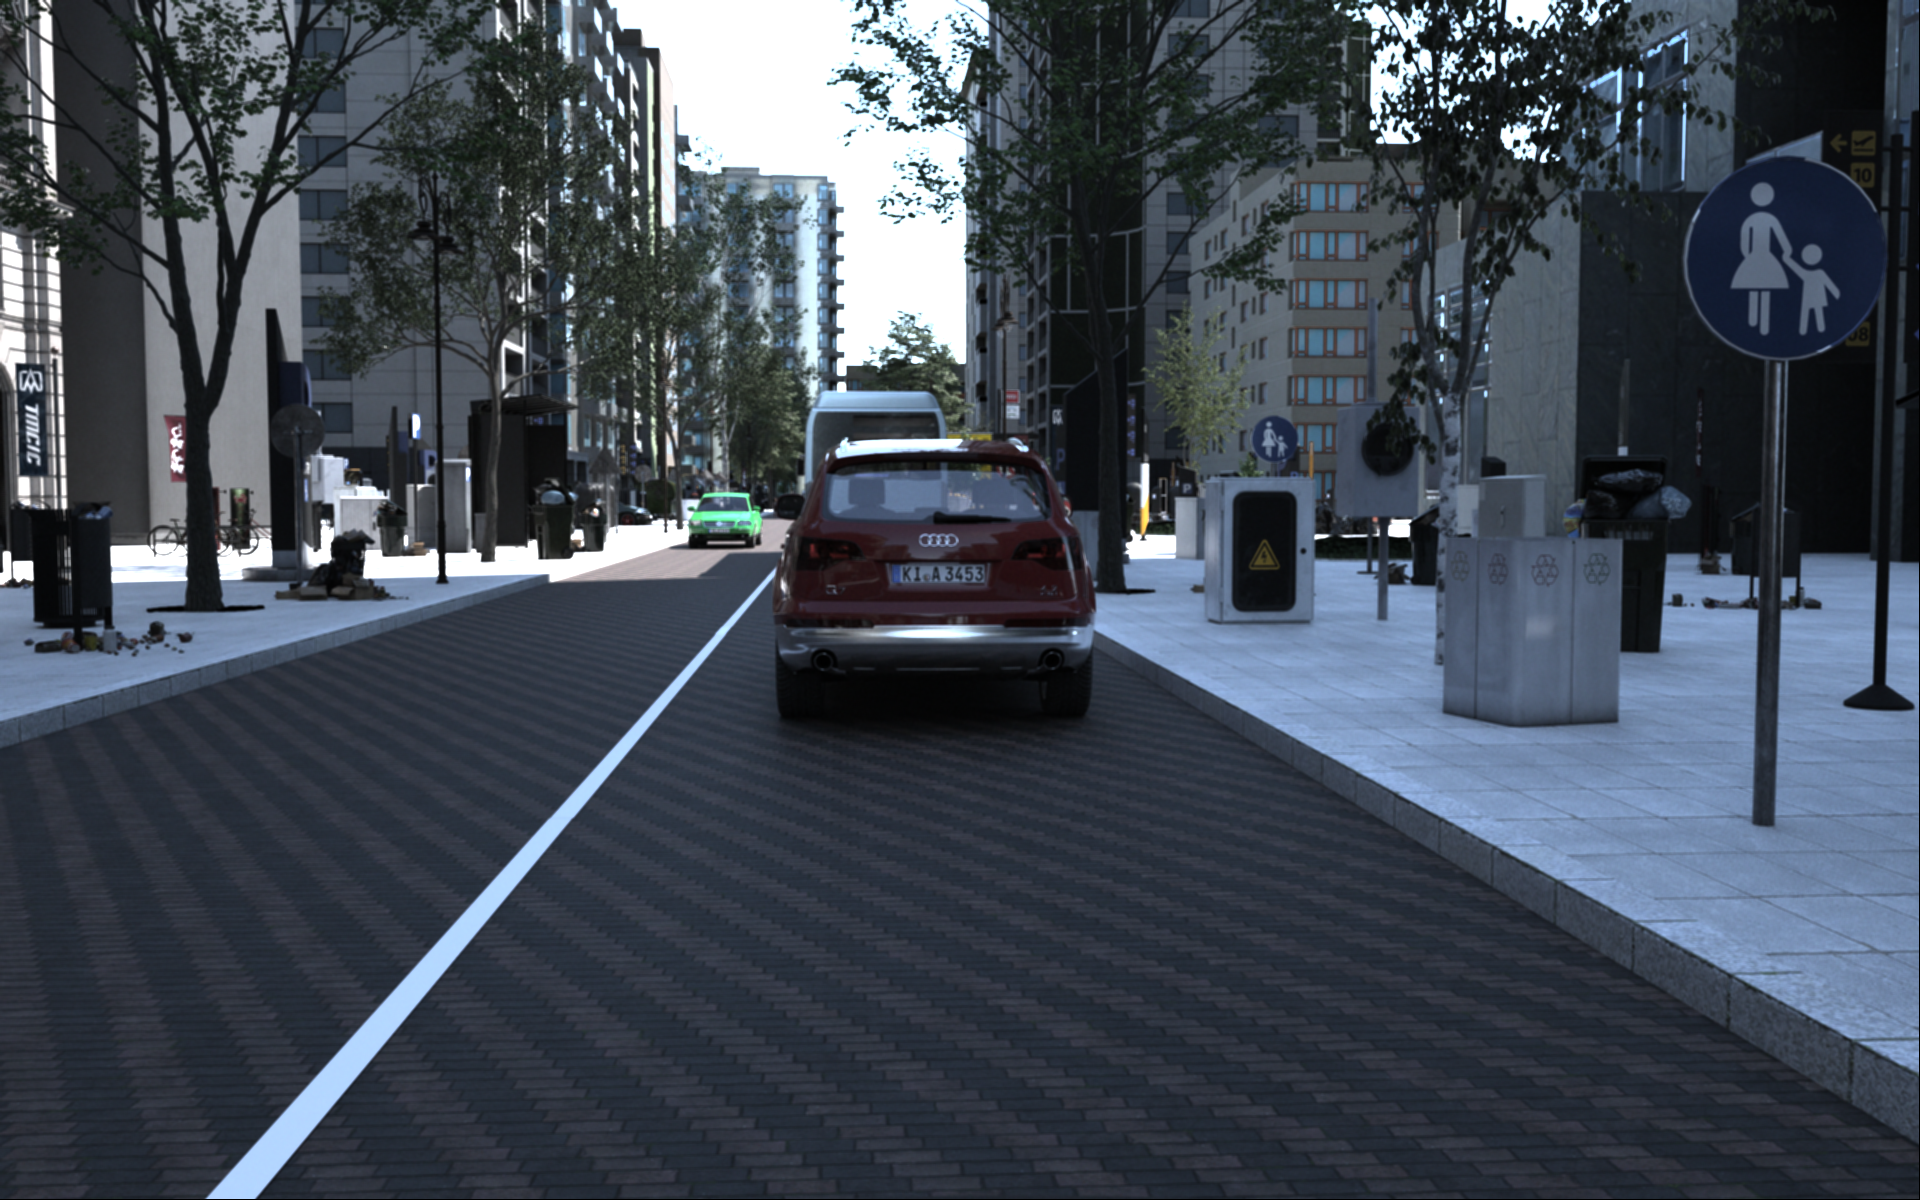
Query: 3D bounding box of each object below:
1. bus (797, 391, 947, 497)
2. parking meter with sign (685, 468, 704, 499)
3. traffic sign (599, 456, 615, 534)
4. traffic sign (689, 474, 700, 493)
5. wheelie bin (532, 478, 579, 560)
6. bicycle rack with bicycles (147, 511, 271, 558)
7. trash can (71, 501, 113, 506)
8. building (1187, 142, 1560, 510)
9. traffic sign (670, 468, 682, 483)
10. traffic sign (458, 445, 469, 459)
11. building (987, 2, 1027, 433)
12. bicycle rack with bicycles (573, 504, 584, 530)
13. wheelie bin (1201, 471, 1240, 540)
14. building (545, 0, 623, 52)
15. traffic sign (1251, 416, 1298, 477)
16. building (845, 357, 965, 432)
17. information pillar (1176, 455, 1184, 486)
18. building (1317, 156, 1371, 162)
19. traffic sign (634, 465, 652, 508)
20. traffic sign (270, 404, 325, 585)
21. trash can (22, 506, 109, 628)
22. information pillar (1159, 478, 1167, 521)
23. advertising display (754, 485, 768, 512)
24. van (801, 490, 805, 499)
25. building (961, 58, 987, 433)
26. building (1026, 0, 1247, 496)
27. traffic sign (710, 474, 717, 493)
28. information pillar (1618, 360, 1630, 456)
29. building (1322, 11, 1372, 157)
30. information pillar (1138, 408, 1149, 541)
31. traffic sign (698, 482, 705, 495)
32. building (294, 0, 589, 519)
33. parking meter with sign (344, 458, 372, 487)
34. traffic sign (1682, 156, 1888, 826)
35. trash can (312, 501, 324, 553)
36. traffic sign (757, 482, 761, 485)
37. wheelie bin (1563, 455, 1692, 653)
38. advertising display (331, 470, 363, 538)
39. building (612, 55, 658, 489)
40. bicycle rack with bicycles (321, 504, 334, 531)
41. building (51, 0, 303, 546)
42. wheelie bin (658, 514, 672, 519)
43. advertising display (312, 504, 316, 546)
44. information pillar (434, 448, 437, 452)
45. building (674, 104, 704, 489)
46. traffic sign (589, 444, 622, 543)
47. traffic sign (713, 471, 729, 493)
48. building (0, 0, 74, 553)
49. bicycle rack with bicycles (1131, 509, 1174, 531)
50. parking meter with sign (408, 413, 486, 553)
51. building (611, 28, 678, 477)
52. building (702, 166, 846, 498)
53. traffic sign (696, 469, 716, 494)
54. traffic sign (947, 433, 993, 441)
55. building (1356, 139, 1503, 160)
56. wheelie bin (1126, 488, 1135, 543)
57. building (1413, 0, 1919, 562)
[{"bbox_3d":[-2.090,-2.616,37.636,2.948,3.499,13.247,0,4,-5],"label":"bus"},{"bbox_3d":[-18.167,-7.377,116.869,1.738,3.016,0.543,1,4,10],"label":"parking meter with sign"},{"bbox_3d":[-11.377,-3.419,56.004,0.768,2.556,0.104,0,4,-4],"label":"traffic sign"},{"bbox_3d":[-17.022,-6.807,111.395,0.768,2.556,0.104,0,4,2],"label":"traffic sign"},{"bbox_3d":[-7.965,-1.591,33.928,0.693,1.594,0.980,-3,4,-36],"label":"wheelie bin"},{"bbox_3d":[-15.431,-1.371,35.801,2.925,0.926,2.852,0,4,5],"label":"bicycle rack with bicycles"},{"bbox_3d":[-17.374,-1.409,34.691,0.748,1.137,0.748,0,3,0],"label":"trash can"},{"bbox_3d":[30.816,-15.894,104.914,28.899,21.520,27.650,0,4,-4],"label":"building"},{"bbox_3d":[-14.334,-5.292,86.525,0.884,2.594,0.081,0,4,-3],"label":"traffic sign"},{"bbox_3d":[-12.388,-2.687,44.038,0.768,2.556,0.104,0,4,3],"label":"traffic sign"},{"bbox_3d":[13.264,-38.750,175.567,21.231,58.520,28.212,0,4,-4],"label":"building"},{"bbox_3d":[-14.291,-2.926,61.226,2.852,0.926,2.925,-1,4,-20],"label":"bicycle rack with bicycles"},{"bbox_3d":[3.724,-0.984,23.989,0.693,1.594,0.980,-1,4,-11],"label":"wheelie bin"},{"bbox_3d":[-37.639,-31.296,131.300,23.786,49.044,30.456,0,4,-4],"label":"building"},{"bbox_3d":[5.110,-1.720,28.227,0.768,2.556,0.104,0,4,1],"label":"traffic sign"},{"bbox_3d":[-2.704,-25.405,260.405,28.899,21.520,27.650,0,4,-4],"label":"building"},{"bbox_3d":[13.257,-6.922,104.527,0.504,3.616,0.183,1,4,9],"label":"information pillar"},{"bbox_3d":[41.633,-32.268,211.175,14.086,41.232,14.154,0,4,-4],"label":"building"},{"bbox_3d":[-13.692,-4.567,74.778,0.768,2.556,0.104,0,4,6],"label":"traffic sign"},{"bbox_3d":[-9.345,-1.489,24.449,0.768,2.556,0.104,0,4,-2],"label":"traffic sign"},{"bbox_3d":[-8.615,-0.310,16.724,0.748,1.137,0.748,0,3,0],"label":"trash can"},{"bbox_3d":[9.419,-4.650,80.512,0.304,2.012,0.304,-1,4,-9],"label":"information pillar"},{"bbox_3d":[-14.345,-7.329,125.050,0.974,1.923,0.123,-1,4,-21],"label":"advertising display"},{"bbox_3d":[-13.636,-9.159,156.753,2.013,2.044,4.112,0,4,-4],"label":"van"},{"bbox_3d":[14.872,-37.583,203.718,28.713,52.752,27.495,0,4,-4],"label":"building"},{"bbox_3d":[14.045,-42.295,129.780,20.563,71.187,20.611,0,4,-4],"label":"building"},{"bbox_3d":[-15.415,-6.642,108.694,0.768,2.556,0.104,0,4,3],"label":"traffic sign"},{"bbox_3d":[11.662,-2.393,30.476,0.183,3.616,0.504,1,4,12],"label":"information pillar"},{"bbox_3d":[50.687,-50.222,259.376,20.611,71.187,20.563,0,4,-4],"label":"building"},{"bbox_3d":[5.027,-3.412,47.144,0.183,3.616,0.504,1,4,23],"label":"information pillar"},{"bbox_3d":[-15.830,-6.544,107.100,0.768,2.556,0.104,0,4,-1],"label":"traffic sign"},{"bbox_3d":[-32.316,-40.317,97.437,20.563,71.187,20.611,0,4,-4],"label":"building"},{"bbox_3d":[-29.216,-5.421,84.901,1.738,3.016,0.543,-3,5,-44],"label":"parking meter with sign"},{"bbox_3d":[3.121,-0.400,6.648,0.768,2.556,0.104,0,4,1],"label":"traffic sign"},{"bbox_3d":[-14.324,-1.610,37.976,0.748,1.137,0.748,0,3,0],"label":"trash can"},{"bbox_3d":[-16.280,-8.486,139.928,0.795,2.450,0.064,0,4,2],"label":"traffic sign"},{"bbox_3d":[5.473,-0.386,14.216,0.980,1.594,0.693,1,4,14],"label":"wheelie bin"},{"bbox_3d":[-16.600,-2.549,46.894,0.974,1.923,0.123,1,4,18],"label":"advertising display"},{"bbox_3d":[-35.407,-28.952,156.961,14.154,41.232,14.086,0,4,-4],"label":"building"},{"bbox_3d":[-22.392,-2.865,60.221,2.852,0.926,2.925,-3,5,-44],"label":"bicycle rack with bicycles"},{"bbox_3d":[-32.341,-15.576,48.171,24.014,27.812,14.314,0,4,-4],"label":"building"},{"bbox_3d":[-15.063,-4.940,88.683,0.980,1.594,0.693,1,4,23],"label":"wheelie bin"},{"bbox_3d":[-16.212,-2.294,42.721,0.974,1.923,0.123,2,4,31],"label":"advertising display"},{"bbox_3d":[-24.594,-5.514,81.508,0.504,3.616,0.183,2,4,26],"label":"information pillar"},{"bbox_3d":[-46.622,-35.582,201.371,30.456,49.044,23.786,0,4,-4],"label":"building"},{"bbox_3d":[-9.279,-2.772,45.334,0.884,2.594,0.081,0,4,1],"label":"traffic sign"},{"bbox_3d":[-10.512,-4.422,75.945,0.795,2.450,0.064,0,4,-4],"label":"traffic sign"},{"bbox_3d":[-25.647,-11.353,27.418,13.314,21.916,24.055,0,4,-4],"label":"building"},{"bbox_3d":[5.751,-2.753,58.387,2.925,0.926,2.852,0,4,8],"label":"bicycle rack with bicycles"},{"bbox_3d":[-11.018,-2.532,37.658,1.738,3.016,0.543,0,4,0],"label":"parking meter with sign"},{"bbox_3d":[-35.649,-31.857,170.969,14.600,45.320,14.200,0,4,-4],"label":"building"},{"bbox_3d":[-32.174,-38.894,255.518,30.456,49.044,23.786,0,4,-4],"label":"building"},{"bbox_3d":[-9.971,-3.935,67.978,0.795,2.450,0.064,0,4,-4],"label":"traffic sign"},{"bbox_3d":[-0.038,-3.888,57.443,2.265,3.308,0.079,0,4,5],"label":"traffic sign"},{"bbox_3d":[56.772,-34.443,213.253,14.200,45.320,14.600,0,4,-4],"label":"building"},{"bbox_3d":[4.169,-2.304,45.584,0.693,1.594,0.980,-2,4,-27],"label":"wheelie bin"},{"bbox_3d":[24.638,-43.891,30.293,22.319,86.520,31.000,0,4,-4],"label":"building"}]
